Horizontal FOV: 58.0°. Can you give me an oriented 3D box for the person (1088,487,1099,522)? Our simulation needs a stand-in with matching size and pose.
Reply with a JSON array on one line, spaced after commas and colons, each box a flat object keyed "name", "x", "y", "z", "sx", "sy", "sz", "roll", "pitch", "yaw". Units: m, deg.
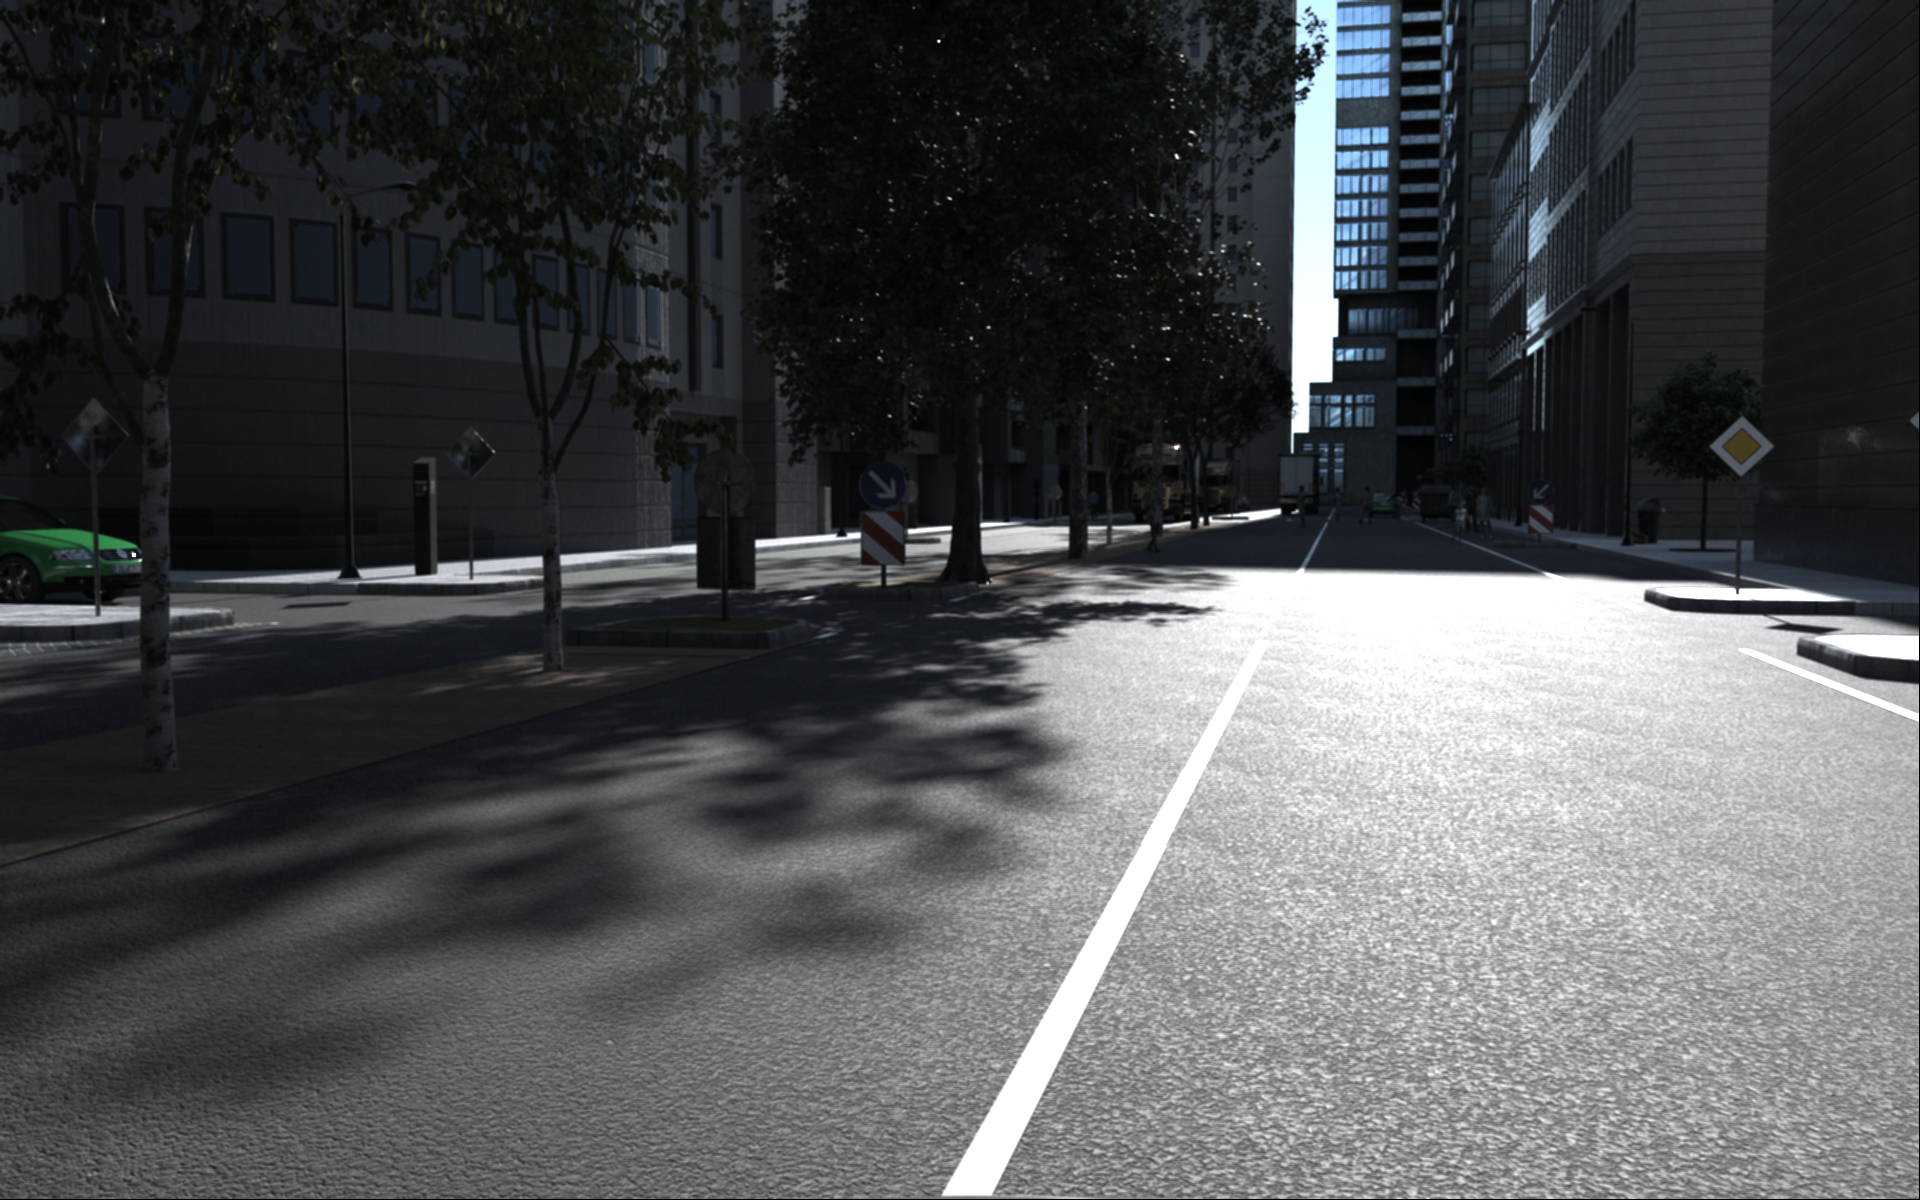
[{"name": "person", "x": 6.917, "y": -4.936, "z": 89.547, "sx": 0.601, "sy": 1.785, "sz": 0.444, "roll": 0, "pitch": 4, "yaw": -5}]

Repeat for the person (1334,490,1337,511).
[{"name": "person", "x": 32.210, "y": -8.554, "z": 148.350, "sx": 0.705, "sy": 1.826, "sz": 1.348, "roll": 0, "pitch": 4, "yaw": 4}]

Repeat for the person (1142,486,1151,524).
[{"name": "person", "x": 8.988, "y": -4.573, "z": 83.449, "sx": 0.537, "sy": 1.800, "sz": 0.526, "roll": -1, "pitch": 4, "yaw": -19}]

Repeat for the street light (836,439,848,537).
[{"name": "street light", "x": -3.021, "y": -4.846, "z": 51.779, "sx": 1.470, "sy": 5.913, "sz": 1.316, "roll": 1, "pitch": 4, "yaw": 12}]

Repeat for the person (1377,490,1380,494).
[{"name": "person", "x": 31.448, "y": -7.381, "z": 130.096, "sx": 0.541, "sy": 1.710, "sz": 0.530, "roll": -3, "pitch": 5, "yaw": -44}]

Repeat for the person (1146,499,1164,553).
[{"name": "person", "x": 4.798, "y": -1.820, "z": 42.528, "sx": 0.475, "sy": 1.303, "sz": 0.640, "roll": -2, "pitch": 4, "yaw": -32}]

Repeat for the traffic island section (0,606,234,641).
[{"name": "traffic island section", "x": -9.074, "y": 0.250, "z": 18.195, "sx": 2.009, "sy": 0.180, "sz": 2.903, "roll": 1, "pitch": 4, "yaw": 12}]

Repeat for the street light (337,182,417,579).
[{"name": "street light", "x": -8.761, "y": -3.273, "z": 26.058, "sx": 1.470, "sy": 5.913, "sz": 1.316, "roll": 1, "pitch": 4, "yaw": 12}]

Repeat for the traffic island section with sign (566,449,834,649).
[{"name": "traffic island section with sign", "x": -2.519, "y": -0.542, "z": 16.994, "sx": 2.006, "sy": 1.907, "sz": 1.989, "roll": 1, "pitch": 4, "yaw": 12}]

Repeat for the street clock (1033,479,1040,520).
[{"name": "street clock", "x": 3.798, "y": -4.971, "z": 85.849, "sx": 0.358, "sy": 2.002, "sz": 0.471, "roll": -1, "pitch": 4, "yaw": -10}]

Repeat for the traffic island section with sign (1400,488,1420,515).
[{"name": "traffic island section with sign", "x": 31.924, "y": -6.906, "z": 121.546, "sx": 1.989, "sy": 1.847, "sz": 2.006, "roll": 1, "pitch": 4, "yaw": 12}]

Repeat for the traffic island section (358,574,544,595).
[{"name": "traffic island section", "x": -7.352, "y": -0.227, "z": 25.993, "sx": 2.009, "sy": 0.180, "sz": 2.903, "roll": 1, "pitch": 4, "yaw": 12}]

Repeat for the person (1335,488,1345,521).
[{"name": "person", "x": 19.985, "y": -5.016, "z": 91.076, "sx": 0.524, "sy": 1.755, "sz": 0.480, "roll": 1, "pitch": 4, "yaw": 13}]

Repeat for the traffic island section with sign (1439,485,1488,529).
[{"name": "traffic island section with sign", "x": 21.105, "y": -3.908, "z": 72.521, "sx": 1.989, "sy": 1.847, "sz": 2.006, "roll": 1, "pitch": 4, "yaw": 12}]

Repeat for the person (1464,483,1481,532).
[{"name": "person", "x": 19.287, "y": -3.481, "z": 65.224, "sx": 0.655, "sy": 1.846, "sz": 0.447, "roll": 0, "pitch": 4, "yaw": 0}]

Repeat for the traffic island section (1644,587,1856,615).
[{"name": "traffic island section", "x": 9.972, "y": 0.006, "z": 22.178, "sx": 2.009, "sy": 0.180, "sz": 2.903, "roll": 1, "pitch": 4, "yaw": 12}]

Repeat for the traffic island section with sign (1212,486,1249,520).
[{"name": "traffic island section with sign", "x": 15.278, "y": -5.472, "z": 97.606, "sx": 2.006, "sy": 1.907, "sz": 1.989, "roll": 1, "pitch": 4, "yaw": 12}]

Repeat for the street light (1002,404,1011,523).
[{"name": "street light", "x": 2.619, "y": -6.411, "z": 77.359, "sx": 1.470, "sy": 5.913, "sz": 1.316, "roll": 1, "pitch": 4, "yaw": 12}]

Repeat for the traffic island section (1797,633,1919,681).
[{"name": "traffic island section", "x": 8.251, "y": 0.483, "z": 14.380, "sx": 2.009, "sy": 0.180, "sz": 2.903, "roll": 1, "pitch": 4, "yaw": 12}]

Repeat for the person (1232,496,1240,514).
[{"name": "person", "x": 19.940, "y": -7.092, "z": 125.369, "sx": 0.530, "sy": 1.710, "sz": 0.541, "roll": 0, "pitch": 4, "yaw": -8}]

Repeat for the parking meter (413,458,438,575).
[{"name": "parking meter", "x": -8.503, "y": -1.335, "z": 27.539, "sx": 0.255, "sy": 1.863, "sz": 0.399, "roll": 0, "pitch": 4, "yaw": 2}]

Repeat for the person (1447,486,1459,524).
[{"name": "person", "x": 22.992, "y": -4.406, "z": 80.559, "sx": 0.660, "sy": 1.820, "sz": 0.620, "roll": -3, "pitch": 4, "yaw": -39}]

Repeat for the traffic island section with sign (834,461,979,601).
[{"name": "traffic island section with sign", "x": -0.913, "y": -0.984, "z": 24.226, "sx": 2.006, "sy": 1.907, "sz": 1.989, "roll": 1, "pitch": 4, "yaw": 12}]

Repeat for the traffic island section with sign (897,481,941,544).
[{"name": "traffic island section with sign", "x": -1.626, "y": -2.555, "z": 50.403, "sx": 1.989, "sy": 1.847, "sz": 2.006, "roll": 1, "pitch": 4, "yaw": 12}]

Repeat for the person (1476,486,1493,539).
[{"name": "person", "x": 16.851, "y": -2.822, "z": 55.640, "sx": 0.512, "sy": 1.701, "sz": 0.522, "roll": 1, "pitch": 4, "yaw": 15}]

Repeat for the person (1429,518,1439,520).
[{"name": "person", "x": 26.106, "y": -5.329, "z": 95.731, "sx": 0.391, "sy": 1.810, "sz": 0.635, "roll": -3, "pitch": 5, "yaw": -41}]

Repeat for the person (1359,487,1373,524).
[{"name": "person", "x": 19.492, "y": -4.551, "z": 83.180, "sx": 0.850, "sy": 1.792, "sz": 0.678, "roll": -3, "pitch": 4, "yaw": -39}]

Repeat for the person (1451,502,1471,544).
[{"name": "person", "x": 14.356, "y": -2.208, "z": 49.617, "sx": 0.505, "sy": 1.210, "sz": 0.382, "roll": 0, "pitch": 4, "yaw": 4}]

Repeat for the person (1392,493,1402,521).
[{"name": "person", "x": 23.487, "y": -5.014, "z": 93.068, "sx": 0.503, "sy": 1.515, "sz": 0.523, "roll": 0, "pitch": 4, "yaw": -6}]

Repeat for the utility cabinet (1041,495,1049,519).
[{"name": "utility cabinet", "x": 4.411, "y": -4.812, "z": 89.833, "sx": 0.306, "sy": 1.237, "sz": 1.020, "roll": 0, "pitch": 4, "yaw": -6}]

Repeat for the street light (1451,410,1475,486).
[{"name": "street light", "x": 27.646, "y": -7.498, "z": 95.127, "sx": 1.470, "sy": 5.913, "sz": 1.316, "roll": 1, "pitch": 4, "yaw": 12}]

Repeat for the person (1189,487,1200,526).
[{"name": "person", "x": 10.422, "y": -4.138, "z": 76.710, "sx": 0.519, "sy": 1.759, "sz": 0.362, "roll": -3, "pitch": 4, "yaw": -37}]

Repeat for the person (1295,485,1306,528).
[{"name": "person", "x": 14.576, "y": -4.008, "z": 74.211, "sx": 0.466, "sy": 1.800, "sz": 0.511, "roll": -1, "pitch": 4, "yaw": -10}]

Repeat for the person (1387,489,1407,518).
[{"name": "person", "x": 26.118, "y": -5.763, "z": 103.547, "sx": 1.217, "sy": 1.723, "sz": 0.721, "roll": 0, "pitch": 4, "yaw": -5}]

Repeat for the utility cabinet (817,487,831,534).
[{"name": "utility cabinet", "x": -4.631, "y": -2.831, "z": 54.970, "sx": 1.173, "sy": 1.500, "sz": 0.318, "roll": 3, "pitch": 4, "yaw": 36}]

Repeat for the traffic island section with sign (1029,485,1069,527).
[{"name": "traffic island section with sign", "x": 4.191, "y": -4.165, "z": 76.725, "sx": 1.989, "sy": 1.847, "sz": 2.006, "roll": 1, "pitch": 4, "yaw": 12}]

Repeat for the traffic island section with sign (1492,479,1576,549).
[{"name": "traffic island section with sign", "x": 15.290, "y": -2.298, "z": 46.198, "sx": 1.989, "sy": 1.847, "sz": 2.006, "roll": 1, "pitch": 4, "yaw": 12}]
